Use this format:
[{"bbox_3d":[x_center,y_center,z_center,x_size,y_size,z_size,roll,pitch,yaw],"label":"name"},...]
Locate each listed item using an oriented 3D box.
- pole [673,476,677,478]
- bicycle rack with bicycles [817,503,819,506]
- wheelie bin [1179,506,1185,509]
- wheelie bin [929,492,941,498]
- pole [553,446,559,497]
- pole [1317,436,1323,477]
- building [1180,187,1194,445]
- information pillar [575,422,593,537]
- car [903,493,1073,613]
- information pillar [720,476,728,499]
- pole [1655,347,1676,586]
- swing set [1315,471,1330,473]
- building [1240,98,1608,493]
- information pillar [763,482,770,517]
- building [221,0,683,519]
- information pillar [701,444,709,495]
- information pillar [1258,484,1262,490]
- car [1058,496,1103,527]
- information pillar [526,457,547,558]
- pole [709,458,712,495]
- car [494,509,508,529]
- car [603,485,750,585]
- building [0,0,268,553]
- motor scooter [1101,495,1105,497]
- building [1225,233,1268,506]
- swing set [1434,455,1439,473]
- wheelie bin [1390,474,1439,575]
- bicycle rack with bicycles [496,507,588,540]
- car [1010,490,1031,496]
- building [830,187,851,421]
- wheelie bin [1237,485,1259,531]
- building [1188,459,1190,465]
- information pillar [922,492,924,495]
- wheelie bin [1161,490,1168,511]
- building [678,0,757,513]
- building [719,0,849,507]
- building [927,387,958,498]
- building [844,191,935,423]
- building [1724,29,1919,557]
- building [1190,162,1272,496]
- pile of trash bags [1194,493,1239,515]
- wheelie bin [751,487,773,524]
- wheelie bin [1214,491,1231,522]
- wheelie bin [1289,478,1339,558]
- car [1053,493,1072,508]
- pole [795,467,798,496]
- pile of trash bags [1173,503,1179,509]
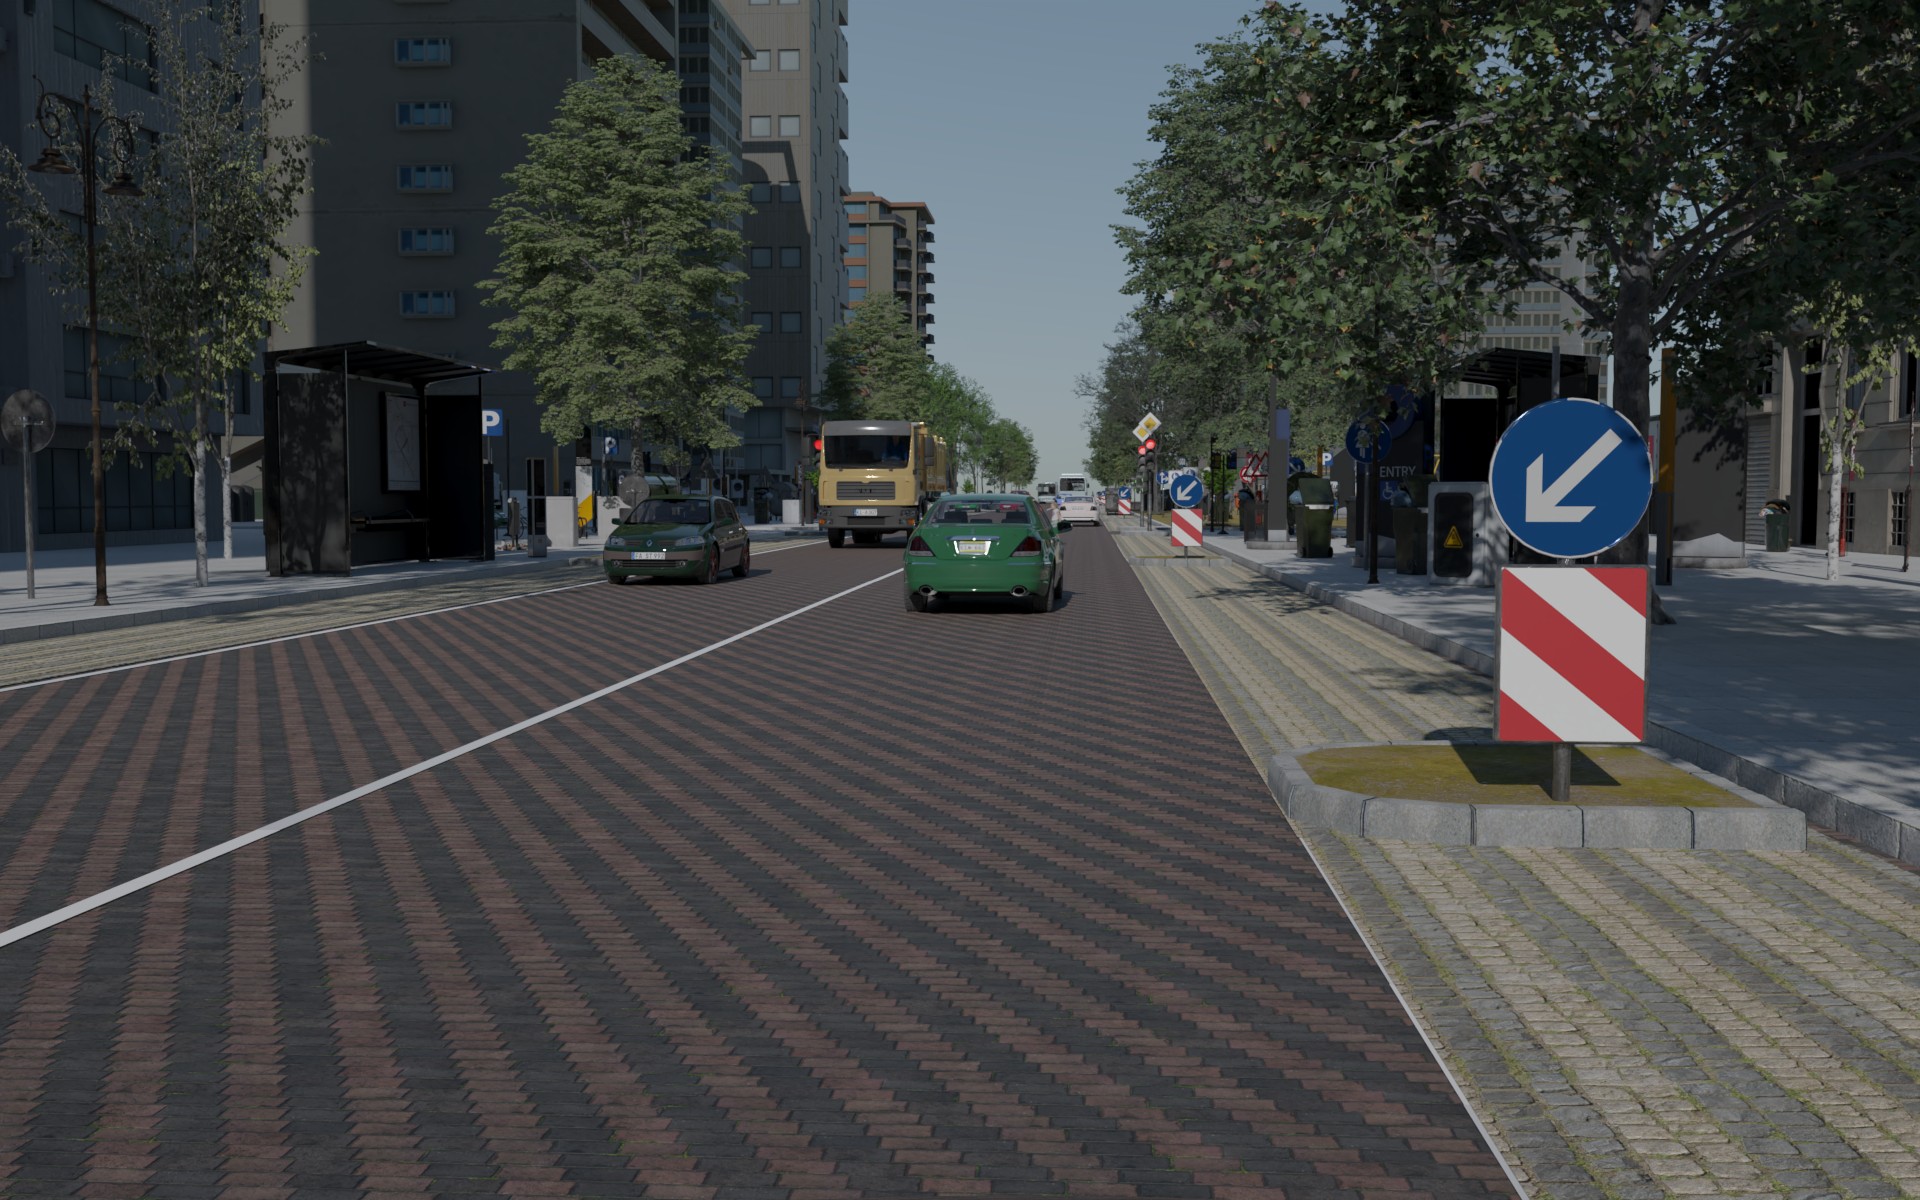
[{"bbox_3d":[-14.994,-5.952,91.158,0.158,3.312,0.155,0,3,0],"label":"pole"},{"bbox_3d":[-9.161,-6.819,124.866,2.925,0.926,2.852,0,4,0],"label":"bicycle rack with bicycles"},{"bbox_3d":[14.968,-6.596,115.759,0.980,1.594,0.693,3,4,36],"label":"wheelie bin"},{"bbox_3d":[-1.881,-7.507,130.643,0.980,1.594,0.693,-2,4,-29],"label":"wheelie bin"},{"bbox_3d":[-17.157,-4.877,73.574,0.158,3.312,0.155,0,3,0],"label":"pole"},{"bbox_3d":[12.413,-4.032,59.760,0.158,3.312,0.155,0,3,0],"label":"pole"},{"bbox_3d":[50.896,-42.565,285.169,28.713,52.752,27.495,0,4,4],"label":"building"},{"bbox_3d":[-11.228,-3.689,51.670,0.504,3.616,0.183,0,4,2],"label":"information pillar"},{"bbox_3d":[0.374,-0.650,22.423,2.131,1.459,4.920,0,4,6],"label":"car"},{"bbox_3d":[-9.718,-4.092,71.403,0.304,2.012,0.304,-1,4,-12],"label":"information pillar"},{"bbox_3d":[9.884,-1.858,24.224,0.158,3.312,0.155,0,3,0],"label":"pole"},{"bbox_3d":[24.904,-7.316,117.228,2.862,2.851,3.119,-2,4,-35],"label":"swing set"},{"bbox_3d":[43.318,-28.830,163.258,32.217,40.220,23.993,0,4,4],"label":"building"},{"bbox_3d":[-9.855,-5.117,88.160,0.304,2.012,0.304,1,4,11],"label":"information pillar"},{"bbox_3d":[-28.169,-28.755,93.853,21.300,48.544,21.600,0,4,4],"label":"building"},{"bbox_3d":[-11.919,-5.475,80.871,0.183,3.616,0.504,-3,5,-45],"label":"information pillar"},{"bbox_3d":[22.664,-7.755,131.281,0.304,2.012,0.304,-2,4,-30],"label":"information pillar"},{"bbox_3d":[5.351,-3.990,77.602,2.083,1.381,4.827,0,4,5],"label":"car"},{"bbox_3d":[-8.545,-1.863,34.958,0.304,2.012,0.304,-3,4,-37],"label":"information pillar"},{"bbox_3d":[-14.097,-6.364,97.897,0.158,3.312,0.155,0,3,0],"label":"pole"},{"bbox_3d":[-19.484,-3.273,65.315,4.920,1.459,2.131,0,4,3],"label":"car"},{"bbox_3d":[-4.644,-1.158,28.726,2.009,1.686,4.222,0,4,5],"label":"car"},{"bbox_3d":[-26.305,-16.635,43.681,14.107,30.474,14.160,0,4,4],"label":"building"},{"bbox_3d":[21.838,-15.361,263.923,0.815,1.314,1.986,0,4,3],"label":"motor scooter"},{"bbox_3d":[37.341,-26.120,198.757,14.160,30.474,14.107,0,4,4],"label":"building"},{"bbox_3d":[18.236,-4.350,68.737,3.119,2.851,2.862,-2,4,-34],"label":"swing set"},{"bbox_3d":[7.296,-1.206,27.634,0.980,1.594,0.693,-2,4,-24],"label":"wheelie bin"},{"bbox_3d":[-11.648,-2.187,49.134,2.852,0.926,2.925,2,4,26],"label":"bicycle rack with bicycles"},{"bbox_3d":[5.455,-9.309,160.872,2.281,1.827,5.304,0,4,5],"label":"car"},{"bbox_3d":[-25.415,-30.209,185.800,32.217,40.220,23.993,0,4,4],"label":"building"},{"bbox_3d":[9.931,-3.174,59.796,0.693,1.594,0.980,1,4,15],"label":"wheelie bin"},{"bbox_3d":[42.430,-37.596,264.801,14.600,45.320,14.200,0,4,4],"label":"building"},{"bbox_3d":[-2.655,-7.804,118.955,0.183,3.616,0.504,-3,5,-44],"label":"information pillar"},{"bbox_3d":[15.078,-7.473,130.091,0.980,1.594,0.693,-1,4,-17],"label":"wheelie bin"},{"bbox_3d":[-28.943,-26.489,124.983,32.217,40.220,23.993,0,4,4],"label":"building"},{"bbox_3d":[-24.897,-34.796,158.155,28.713,52.752,27.495,0,4,4],"label":"building"},{"bbox_3d":[-15.134,-26.766,282.660,27.650,21.520,28.899,0,4,4],"label":"building"},{"bbox_3d":[-15.274,-36.601,253.056,22.147,44.769,28.867,0,4,4],"label":"building"},{"bbox_3d":[26.482,-12.090,30.963,16.112,22.955,30.059,0,4,4],"label":"building"},{"bbox_3d":[44.219,-38.101,246.660,21.300,48.544,21.600,0,4,4],"label":"building"},{"bbox_3d":[15.804,-5.931,106.726,3.447,1.369,1.912,0,4,-6],"label":"pile of trash bags"},{"bbox_3d":[-8.516,-4.074,74.523,0.980,1.594,0.693,0,4,-1],"label":"wheelie bin"},{"bbox_3d":[11.930,-4.344,78.939,0.980,1.594,0.693,-2,4,-25],"label":"wheelie bin"},{"bbox_3d":[7.078,-1.644,34.790,0.980,1.594,0.693,0,4,-7],"label":"wheelie bin"},{"bbox_3d":[8.366,-7.889,138.571,1.945,1.707,3.694,0,4,4],"label":"car"},{"bbox_3d":[-12.283,-8.323,129.925,0.158,3.312,0.155,0,3,0],"label":"pole"},{"bbox_3d":[18.197,-7.594,133.921,3.447,1.369,1.912,-2,4,-31],"label":"pile of trash bags"}]
